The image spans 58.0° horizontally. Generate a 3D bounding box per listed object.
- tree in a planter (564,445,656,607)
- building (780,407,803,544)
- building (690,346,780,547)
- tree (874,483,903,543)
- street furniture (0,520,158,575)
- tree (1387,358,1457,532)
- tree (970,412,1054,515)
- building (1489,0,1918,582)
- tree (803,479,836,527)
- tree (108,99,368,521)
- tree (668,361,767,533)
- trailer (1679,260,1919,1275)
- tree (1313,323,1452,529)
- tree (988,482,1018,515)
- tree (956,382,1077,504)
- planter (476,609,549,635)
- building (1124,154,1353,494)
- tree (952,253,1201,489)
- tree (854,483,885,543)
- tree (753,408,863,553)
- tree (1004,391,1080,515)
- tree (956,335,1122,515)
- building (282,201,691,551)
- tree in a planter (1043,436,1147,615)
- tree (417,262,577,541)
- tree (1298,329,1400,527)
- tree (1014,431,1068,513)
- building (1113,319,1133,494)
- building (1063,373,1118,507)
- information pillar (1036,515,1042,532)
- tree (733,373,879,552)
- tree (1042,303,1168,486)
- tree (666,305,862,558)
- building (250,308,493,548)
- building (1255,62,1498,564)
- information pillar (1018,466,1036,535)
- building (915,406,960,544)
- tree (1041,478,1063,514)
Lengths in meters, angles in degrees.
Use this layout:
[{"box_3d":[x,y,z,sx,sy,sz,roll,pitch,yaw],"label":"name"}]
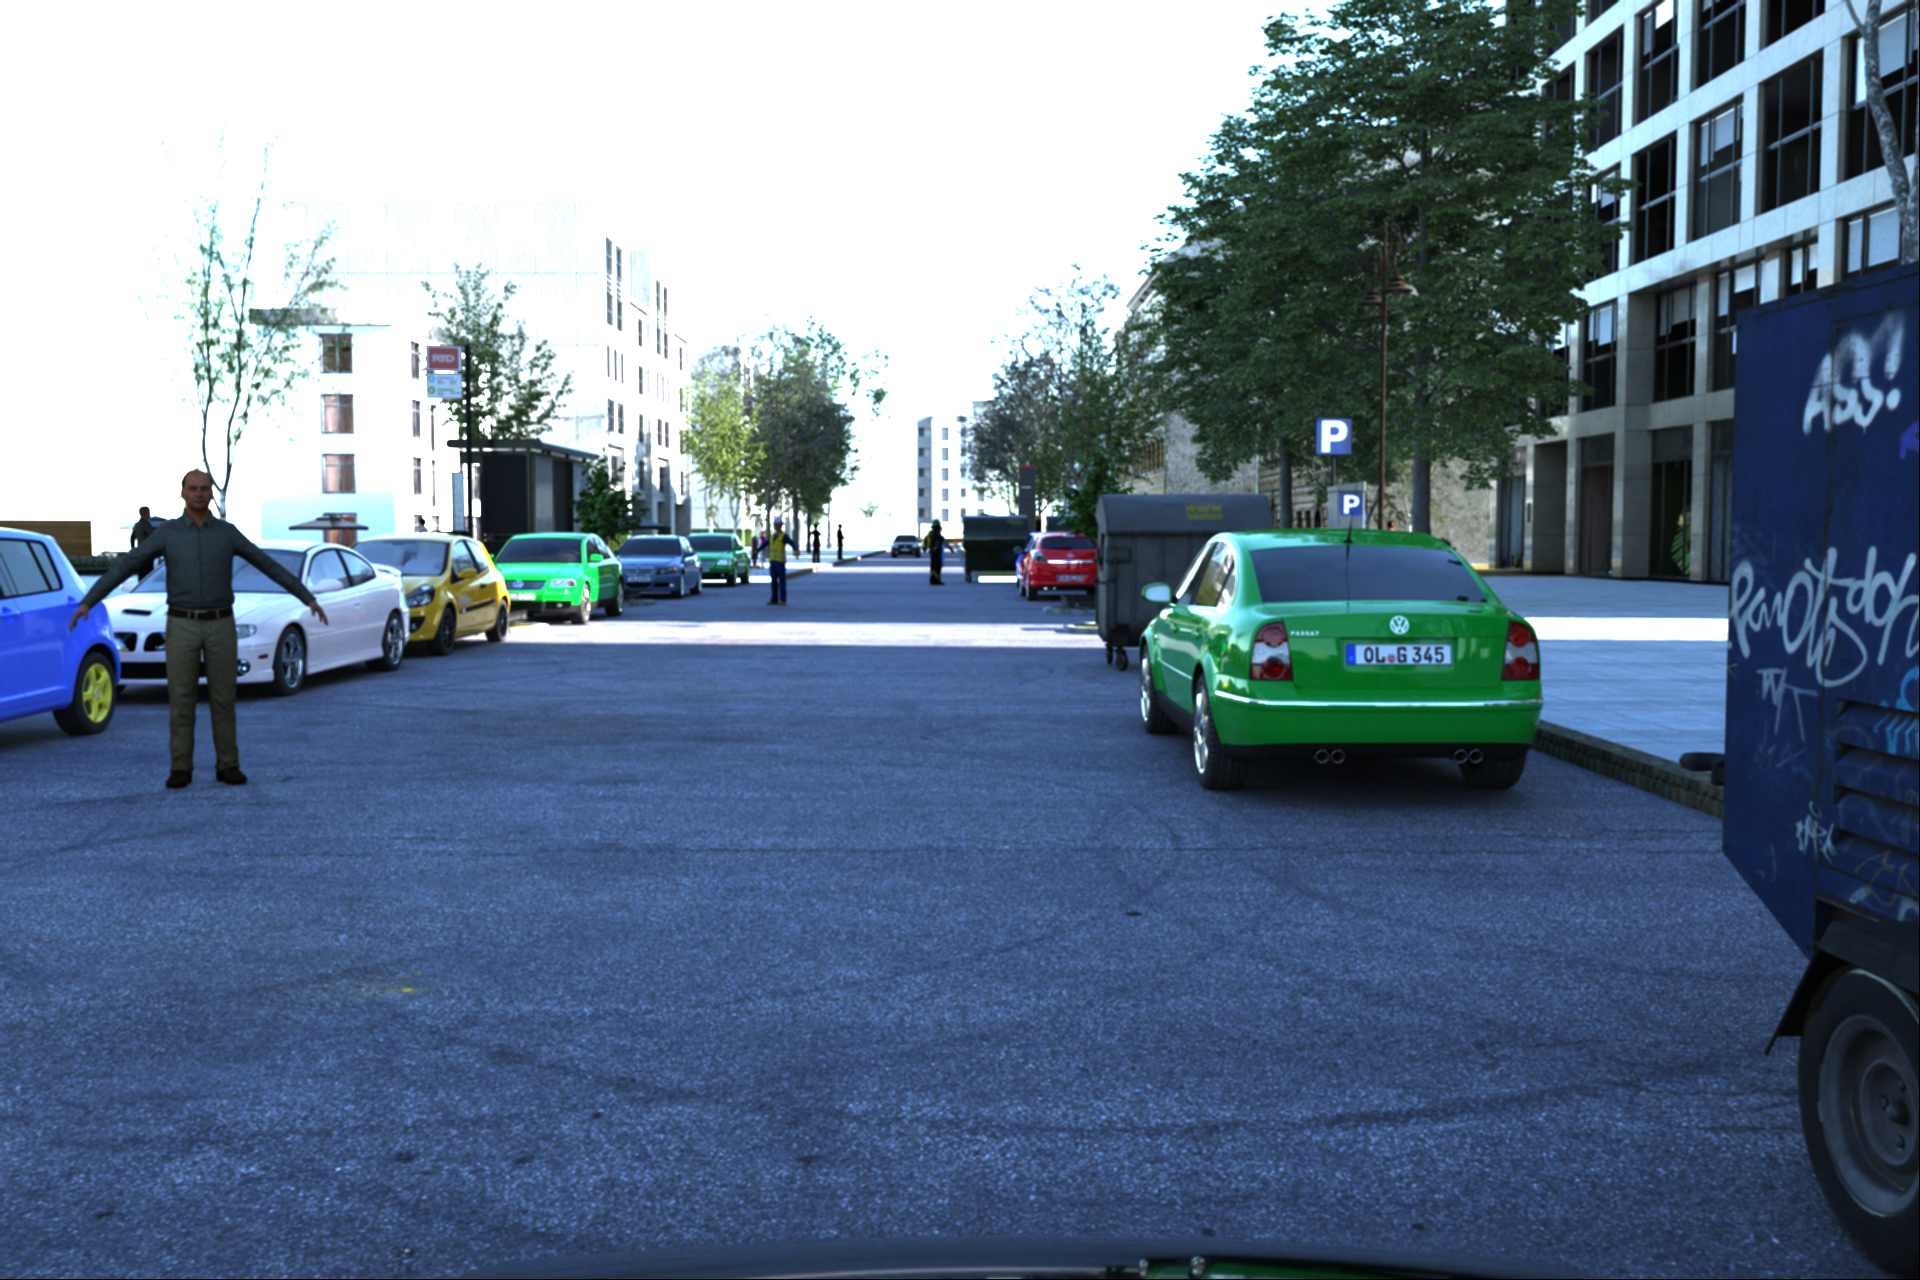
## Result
[{"box_3d":[-7.221,-2.305,34.910,1.991,3.239,1.994,0,3,0],"label":"tree in a planter"},{"box_3d":[-29.415,-21.298,214.677,16.747,18.905,31.486,0,4,0],"label":"building"},{"box_3d":[-28.712,-19.083,178.457,16.747,18.905,31.486,0,4,1],"label":"building"},{"box_3d":[-9.804,-18.265,248.986,4.360,8.622,3.978,0,3,0],"label":"tree"},{"box_3d":[-29.233,-2.937,54.880,11.010,1.723,9.812,-3,5,-44],"label":"street furniture"},{"box_3d":[17.893,-7.247,68.859,4.360,8.622,3.978,0,3,0],"label":"tree"},{"box_3d":[4.484,-13.481,146.172,9.928,11.665,9.643,0,3,0],"label":"tree"},{"box_3d":[27.722,-14.572,41.461,19.350,26.588,34.151,0,4,0],"label":"building"},{"box_3d":[-22.519,-20.598,243.434,9.857,13.997,8.962,0,3,0],"label":"tree"},{"box_3d":[-12.995,-4.863,29.877,4.360,8.622,3.978,0,3,0],"label":"tree"},{"box_3d":[-10.551,-7.605,74.696,4.737,8.622,4.395,0,3,0],"label":"tree"},{"box_3d":[2.474,0.201,3.756,1.471,1.999,3.904,0,4,-1],"label":"trailer"},{"box_3d":[12.414,-6.309,53.519,4.360,8.622,3.978,0,3,0],"label":"tree"},{"box_3d":[4.462,-12.569,155.860,4.360,8.622,3.978,0,3,0],"label":"tree"},{"box_3d":[4.667,-13.673,133.918,12.009,13.543,11.850,0,3,0],"label":"tree"},{"box_3d":[-7.168,-0.267,25.511,1.991,0.319,1.994,0,4,0],"label":"planter"},{"box_3d":[20.657,-16.794,105.510,19.493,23.208,18.063,0,4,-1],"label":"building"},{"box_3d":[5.279,-10.079,75.155,12.009,13.543,11.850,0,3,0],"label":"tree"},{"box_3d":[-12.770,-17.977,244.292,4.737,8.622,4.395,0,3,0],"label":"tree"},{"box_3d":[-10.142,-11.010,114.432,8.767,10.594,7.601,1,4,15],"label":"tree"},{"box_3d":[4.540,-8.305,86.155,4.737,8.622,4.395,0,3,0],"label":"tree"},{"box_3d":[5.009,-11.971,106.093,12.009,13.543,11.850,0,3,0],"label":"tree"},{"box_3d":[-27.587,-14.773,107.995,16.747,18.905,31.486,0,4,0],"label":"building"},{"box_3d":[2.533,-2.105,31.646,1.991,3.239,1.994,0,4,-1],"label":"tree in a planter"},{"box_3d":[-12.719,-5.910,46.984,4.737,8.622,4.395,0,3,0],"label":"tree"},{"box_3d":[13.479,-6.806,61.634,4.360,8.622,3.978,0,3,0],"label":"tree"},{"box_3d":[5.115,-10.071,115.022,4.737,8.622,4.395,0,3,0],"label":"tree"},{"box_3d":[21.473,-18.001,125.239,19.493,23.208,18.063,0,4,0],"label":"building"},{"box_3d":[21.306,-20.341,199.029,16.747,18.905,31.486,0,4,-1],"label":"building"},{"box_3d":[3.045,-3.845,67.350,0.304,2.012,0.304,0,4,0],"label":"information pillar"},{"box_3d":[-10.999,-13.156,125.477,12.009,13.543,11.850,0,3,0],"label":"tree"},{"box_3d":[4.672,-6.392,54.873,4.737,8.622,4.395,0,3,0],"label":"tree"},{"box_3d":[-10.153,-11.115,92.106,12.009,13.543,11.850,0,3,0],"label":"tree"},{"box_3d":[-25.659,-8.342,78.533,9.099,9.664,28.070,0,4,0],"label":"building"},{"box_3d":[25.010,-15.332,81.609,19.493,23.208,18.063,0,4,-1],"label":"building"},{"box_3d":[2.539,-4.666,65.663,0.750,3.857,0.750,0,4,-2],"label":"information pillar"},{"box_3d":[-6.054,-23.785,247.767,11.380,20.090,16.016,0,4,-1],"label":"building"},{"box_3d":[15.506,-20.546,246.298,12.009,13.543,11.850,0,3,0],"label":"tree"}]
